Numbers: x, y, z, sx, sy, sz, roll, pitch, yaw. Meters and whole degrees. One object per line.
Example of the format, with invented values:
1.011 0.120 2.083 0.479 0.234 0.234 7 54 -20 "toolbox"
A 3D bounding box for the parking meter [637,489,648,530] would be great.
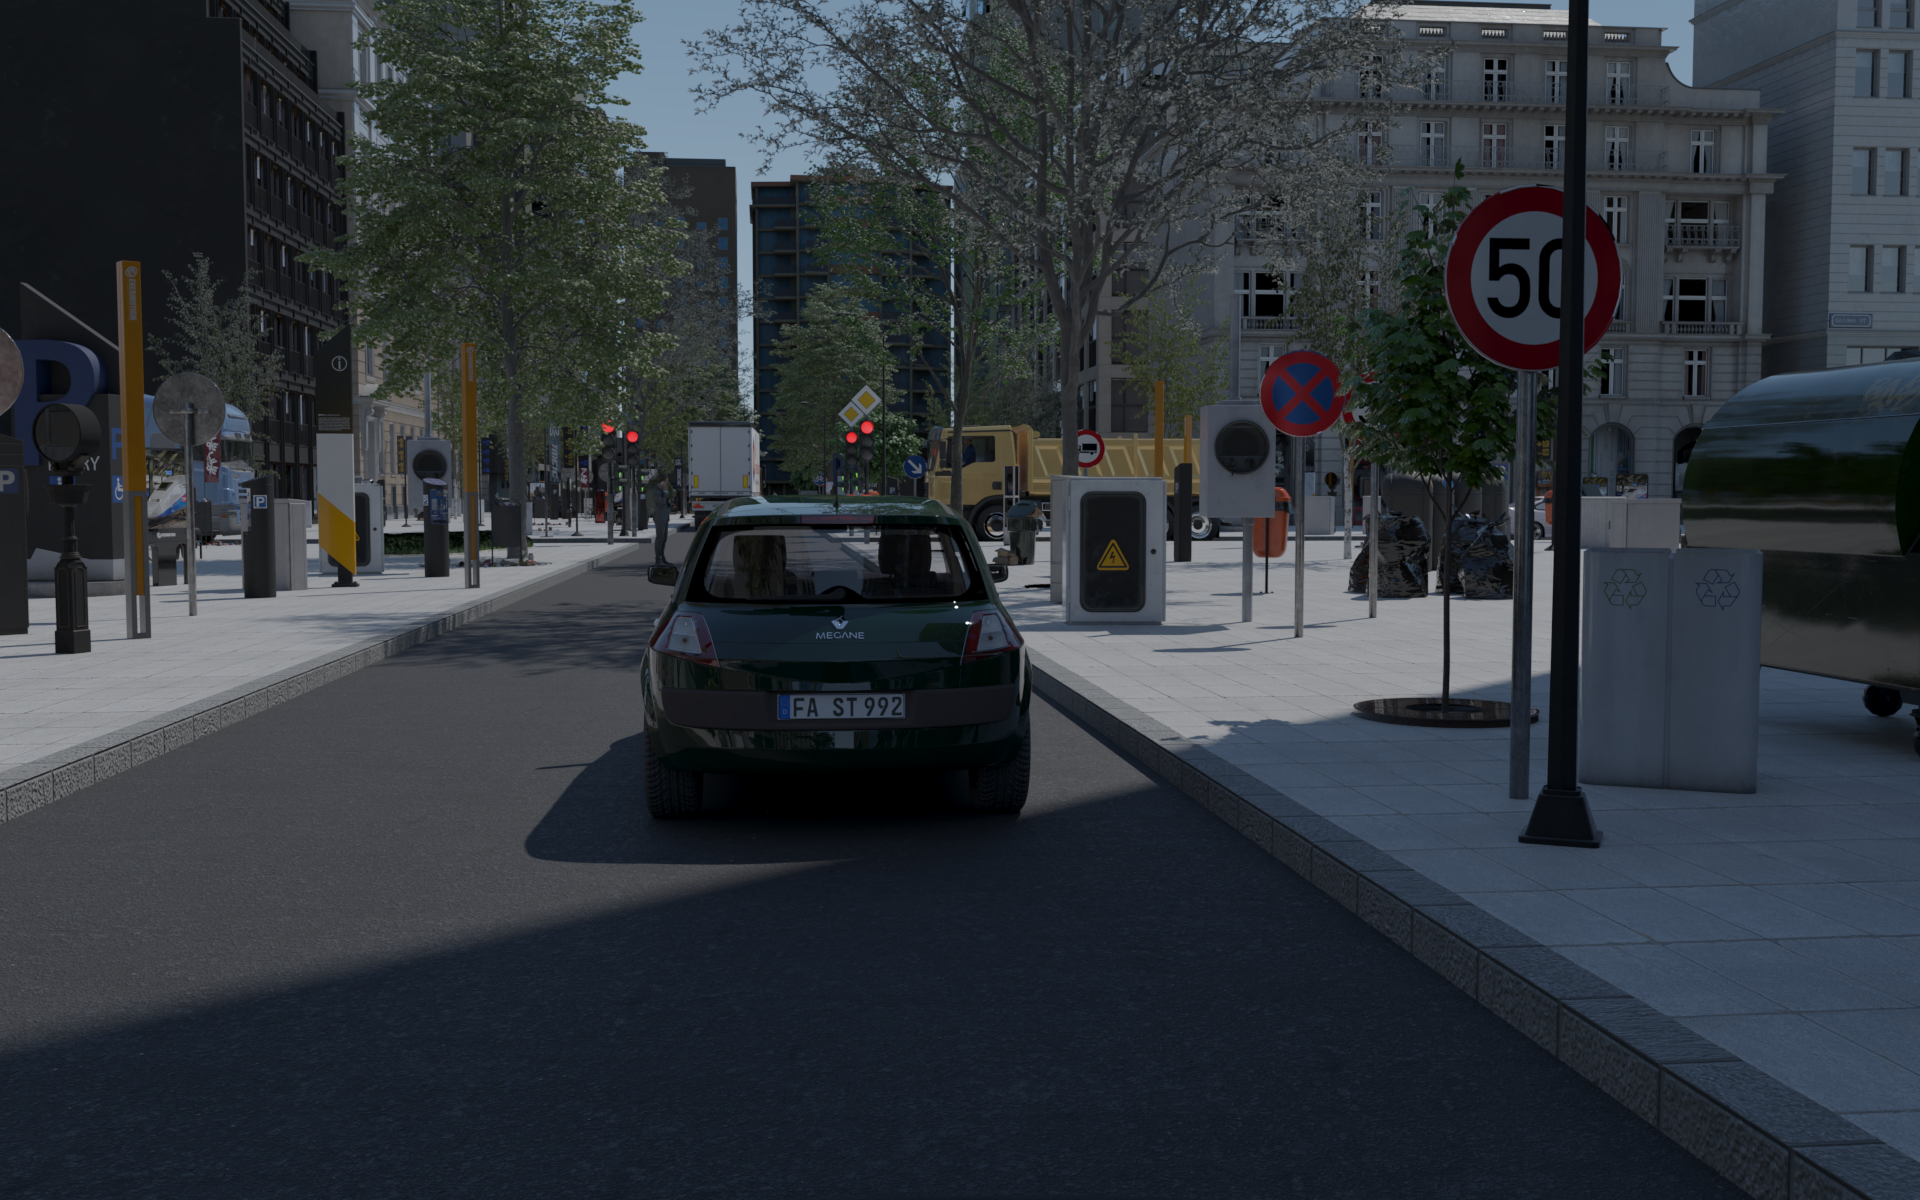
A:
-11.461 -3.312 62.563 0.372 1.533 0.369 0 3 0 "parking meter"

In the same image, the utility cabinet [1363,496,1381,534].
13.285 -2.720 55.627 0.306 1.237 1.020 3 4 38 "utility cabinet"

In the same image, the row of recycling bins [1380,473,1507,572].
8.281 -1.382 29.709 1.069 1.692 3.534 3 5 43 "row of recycling bins"

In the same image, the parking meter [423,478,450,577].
-8.106 -1.125 26.807 0.372 1.533 0.369 0 3 0 "parking meter"

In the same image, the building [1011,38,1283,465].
15.240 -18.837 112.498 19.350 26.468 34.151 0 4 -6 "building"

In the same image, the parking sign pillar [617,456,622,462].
-21.396 -7.239 106.833 1.447 3.967 1.447 0 4 -8 "parking sign pillar"

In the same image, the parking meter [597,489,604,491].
-19.434 -5.218 93.722 0.372 1.533 0.369 0 3 0 "parking meter"

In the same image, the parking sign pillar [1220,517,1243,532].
9.552 -4.338 59.395 1.447 3.967 1.447 3 4 36 "parking sign pillar"

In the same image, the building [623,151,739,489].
-36.666 -35.463 229.922 14.200 45.320 14.600 0 4 -6 "building"

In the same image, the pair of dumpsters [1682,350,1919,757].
5.150 -0.327 7.838 1.574 2.255 4.437 0 4 -7 "pair of dumpsters"

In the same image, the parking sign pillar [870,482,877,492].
-4.884 -6.725 98.431 1.447 3.967 1.447 -3 5 -40 "parking sign pillar"

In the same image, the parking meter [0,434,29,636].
-8.724 -0.615 15.770 0.255 1.863 0.399 3 4 36 "parking meter"

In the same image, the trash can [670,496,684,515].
-17.876 -5.880 107.798 0.748 1.137 0.748 0 3 0 "trash can"

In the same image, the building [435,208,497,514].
-37.947 -16.419 110.250 13.314 21.916 24.055 0 4 -6 "building"

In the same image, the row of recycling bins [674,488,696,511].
-19.715 -7.142 123.888 1.069 1.692 3.534 -2 4 -31 "row of recycling bins"

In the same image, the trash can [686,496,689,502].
-18.067 -6.220 113.354 0.748 1.137 0.748 0 3 0 "trash can"

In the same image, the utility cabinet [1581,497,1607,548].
15.128 -1.812 40.794 1.020 1.237 0.306 2 4 28 "utility cabinet"

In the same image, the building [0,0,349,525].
-33.163 -14.729 70.503 12.332 23.373 15.834 0 4 -6 "building"

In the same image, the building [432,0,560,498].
-45.246 -43.325 146.609 20.563 71.187 20.611 0 4 -6 "building"

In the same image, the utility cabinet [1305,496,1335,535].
11.326 -2.665 54.742 1.020 1.237 0.306 3 5 43 "utility cabinet"

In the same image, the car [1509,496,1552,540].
17.910 -2.390 51.435 4.827 1.381 2.083 0 4 -6 "car"

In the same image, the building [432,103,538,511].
-40.219 -21.974 130.979 14.160 30.474 14.107 0 4 -6 "building"

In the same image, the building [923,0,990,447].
8.695 -52.689 174.134 22.319 86.520 31.000 0 4 -6 "building"

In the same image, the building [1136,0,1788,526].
20.849 -14.296 75.543 24.055 21.916 13.314 0 4 -6 "building"

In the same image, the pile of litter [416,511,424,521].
-25.297 -4.225 83.048 1.719 0.858 1.176 -2 4 -31 "pile of litter"

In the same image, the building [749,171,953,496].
-15.597 -35.535 235.618 28.867 44.769 22.147 0 4 -6 "building"

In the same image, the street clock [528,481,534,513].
-24.267 -5.725 98.180 0.358 2.002 0.471 1 4 18 "street clock"

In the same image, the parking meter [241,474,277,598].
-8.676 -0.796 21.432 0.372 1.533 0.369 0 3 0 "parking meter"

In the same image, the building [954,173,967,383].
10.058 -37.557 237.753 21.600 48.544 21.300 0 4 -6 "building"

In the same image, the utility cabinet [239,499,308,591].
-9.219 -0.741 23.281 1.020 1.237 0.306 2 4 31 "utility cabinet"

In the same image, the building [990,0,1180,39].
9.116 -27.807 138.246 14.154 41.232 14.086 0 4 -6 "building"

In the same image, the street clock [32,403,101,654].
-7.164 -0.573 13.931 0.471 2.002 0.358 1 4 15 "street clock"

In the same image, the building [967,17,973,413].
7.368 -28.673 152.398 14.154 41.232 14.086 0 4 -6 "building"

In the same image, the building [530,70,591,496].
-46.119 -32.308 178.342 14.200 45.320 14.600 0 4 -6 "building"

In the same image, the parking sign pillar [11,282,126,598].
-11.310 -2.051 22.011 1.447 3.967 1.447 0 4 5 "parking sign pillar"

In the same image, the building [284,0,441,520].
-34.884 -18.489 88.201 13.634 28.700 20.117 0 4 -6 "building"

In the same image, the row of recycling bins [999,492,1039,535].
1.805 -2.958 55.472 1.069 1.692 3.534 -1 4 -11 "row of recycling bins"

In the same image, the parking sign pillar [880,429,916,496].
-2.347 -5.061 71.212 1.447 3.967 1.447 2 4 24 "parking sign pillar"

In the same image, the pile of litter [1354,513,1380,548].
10.021 -1.662 41.137 1.176 0.858 1.719 0 4 -4 "pile of litter"

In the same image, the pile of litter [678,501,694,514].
-17.770 -5.996 111.995 1.176 0.858 1.719 -1 4 -9 "pile of litter"

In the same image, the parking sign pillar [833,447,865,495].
-5.513 -5.703 81.710 1.447 3.967 1.447 -2 4 -31 "parking sign pillar"

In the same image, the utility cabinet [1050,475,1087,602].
1.429 -0.736 20.709 0.318 1.500 1.173 1 4 23 "utility cabinet"

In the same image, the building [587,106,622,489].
-58.135 -39.439 234.070 27.495 52.752 28.713 0 4 -6 "building"

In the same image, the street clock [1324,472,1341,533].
12.277 -3.215 57.132 0.471 2.002 0.358 3 4 38 "street clock"

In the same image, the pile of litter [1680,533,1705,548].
10.138 -0.638 24.397 1.719 0.858 1.176 -1 4 -13 "pile of litter"

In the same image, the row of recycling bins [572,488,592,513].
-25.002 -6.651 115.861 1.069 1.692 3.534 1 4 20 "row of recycling bins"

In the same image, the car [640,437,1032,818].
-0.677 0.041 9.121 2.009 1.686 4.222 0 4 -5 "car"

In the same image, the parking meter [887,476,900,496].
-2.177 -3.119 56.705 0.399 1.863 0.255 1 4 9 "parking meter"

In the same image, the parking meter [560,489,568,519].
-20.135 -4.890 88.369 0.372 1.533 0.369 0 3 0 "parking meter"

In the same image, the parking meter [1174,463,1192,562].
4.231 -1.662 32.882 0.255 1.863 0.399 -1 4 -11 "parking meter"

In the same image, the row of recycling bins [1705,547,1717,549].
8.596 -0.520 15.621 3.534 1.692 1.069 2 4 34 "row of recycling bins"

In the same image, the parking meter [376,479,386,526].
-23.188 -3.893 69.368 0.255 1.863 0.399 -2 4 -33 "parking meter"

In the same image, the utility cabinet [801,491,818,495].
-10.879 -7.115 125.014 1.173 1.500 0.318 0 4 5 "utility cabinet"

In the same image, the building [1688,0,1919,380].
49.098 -18.290 76.531 29.804 29.767 11.434 0 4 -6 "building"

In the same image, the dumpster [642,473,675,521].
-13.852 -4.694 79.242 1.502 2.255 1.985 0 4 -6 "dumpster"

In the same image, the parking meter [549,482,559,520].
-20.214 -4.928 86.283 0.399 1.863 0.255 -3 4 -39 "parking meter"

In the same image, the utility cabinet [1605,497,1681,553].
8.988 -0.709 22.749 1.020 1.237 0.306 -2 4 -28 "utility cabinet"
